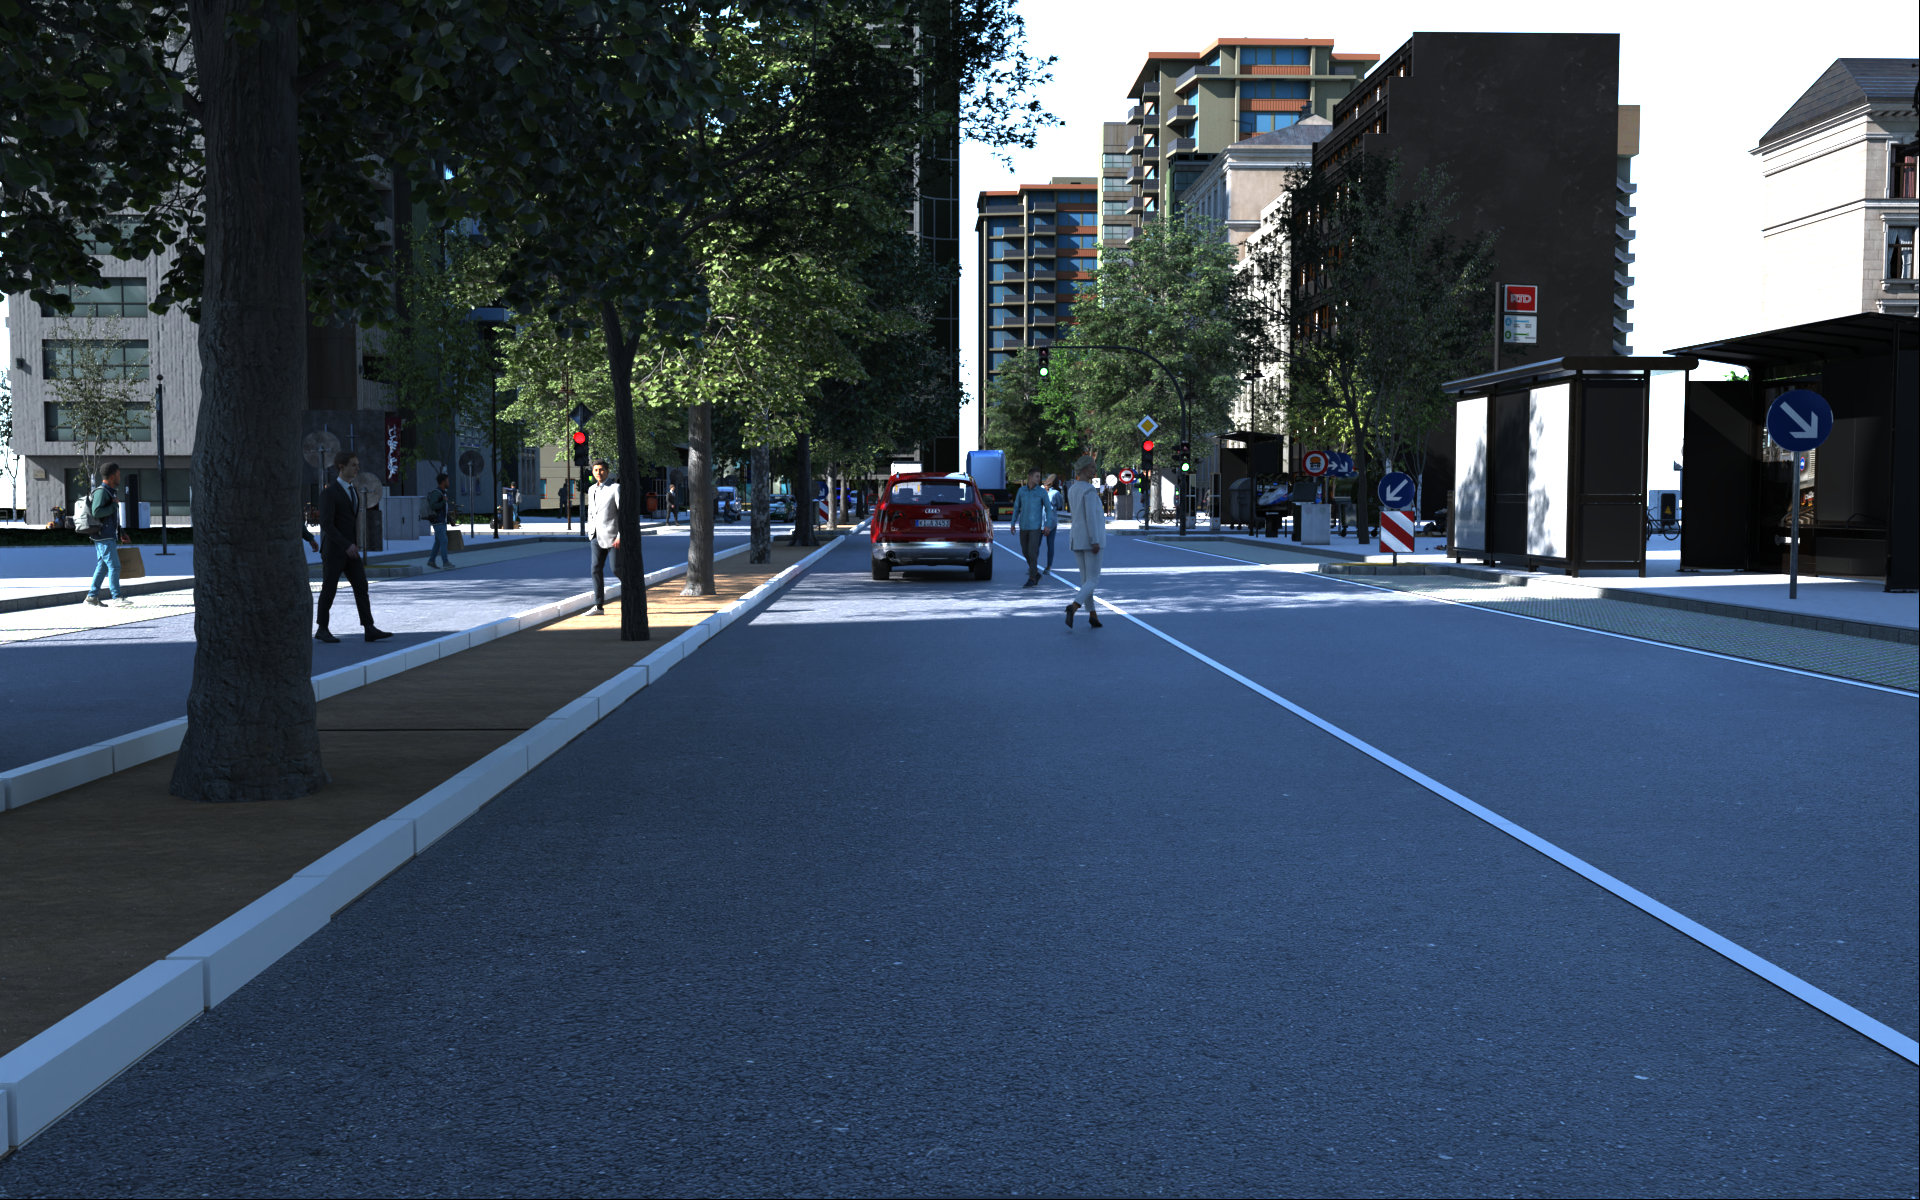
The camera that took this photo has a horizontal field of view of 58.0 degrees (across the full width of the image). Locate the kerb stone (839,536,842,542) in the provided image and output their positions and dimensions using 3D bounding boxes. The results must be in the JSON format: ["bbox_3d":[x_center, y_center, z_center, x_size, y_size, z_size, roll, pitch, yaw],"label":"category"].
[{"bbox_3d":[-3.506,-1.661,49.356,0.120,0.150,1.000,0,4,-2],"label":"kerb stone"}]

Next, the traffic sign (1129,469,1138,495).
[{"bbox_3d":[8.568,-5.301,86.780,0.768,2.556,0.104,0,3,0],"label":"traffic sign"}]

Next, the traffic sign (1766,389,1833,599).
[{"bbox_3d":[10.198,-1.285,21.123,0.768,2.556,0.104,0,4,8],"label":"traffic sign"}]

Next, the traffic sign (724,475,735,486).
[{"bbox_3d":[-15.272,-7.018,114.852,0.768,2.556,0.104,0,4,6],"label":"traffic sign"}]

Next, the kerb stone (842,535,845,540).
[{"bbox_3d":[-3.572,-1.786,51.399,0.120,0.150,1.000,0,4,-2],"label":"kerb stone"}]

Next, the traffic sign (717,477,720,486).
[{"bbox_3d":[-18.054,-7.935,129.747,0.884,2.594,0.081,0,4,0],"label":"traffic sign"}]

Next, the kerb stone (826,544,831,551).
[{"bbox_3d":[-3.290,-1.223,42.189,0.120,0.150,1.000,0,4,-2],"label":"kerb stone"}]

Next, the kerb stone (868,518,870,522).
[{"bbox_3d":[-4.552,-3.764,83.731,0.120,0.150,1.000,0,4,-2],"label":"kerb stone"}]

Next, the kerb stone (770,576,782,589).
[{"bbox_3d":[-2.791,-0.219,25.784,0.120,0.150,1.000,0,4,-2],"label":"kerb stone"}]

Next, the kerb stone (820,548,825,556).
[{"bbox_3d":[-3.187,-1.035,39.110,0.120,0.150,1.000,0,4,-2],"label":"kerb stone"}]

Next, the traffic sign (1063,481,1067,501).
[{"bbox_3d":[8.339,-8.390,137.172,0.884,2.594,0.081,0,4,-1],"label":"traffic sign"}]

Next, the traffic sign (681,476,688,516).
[{"bbox_3d":[-15.844,-6.000,100.237,0.606,2.300,0.079,0,4,5],"label":"traffic sign"}]

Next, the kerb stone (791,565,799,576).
[{"bbox_3d":[-2.921,-0.471,29.896,0.120,0.150,1.000,0,4,-2],"label":"kerb stone"}]

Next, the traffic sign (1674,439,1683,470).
[{"bbox_3d":[13.222,-1.791,31.420,0.606,2.300,0.079,0,4,2],"label":"traffic sign"}]

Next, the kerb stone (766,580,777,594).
[{"bbox_3d":[-2.755,-0.151,24.755,0.120,0.150,1.000,0,4,-2],"label":"kerb stone"}]

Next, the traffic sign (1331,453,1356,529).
[{"bbox_3d":[12.123,-3.336,54.547,0.884,2.594,0.081,0,4,2],"label":"traffic sign"}]

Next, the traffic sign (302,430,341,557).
[{"bbox_3d":[-12.756,-2.109,34.592,0.768,2.556,0.104,0,4,-1],"label":"traffic sign"}]

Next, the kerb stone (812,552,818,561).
[{"bbox_3d":[-3.102,-0.846,36.040,0.120,0.150,1.000,0,4,-2],"label":"kerb stone"}]

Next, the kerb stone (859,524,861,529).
[{"bbox_3d":[-4.083,-2.819,68.336,0.120,0.150,1.000,0,4,-2],"label":"kerb stone"}]

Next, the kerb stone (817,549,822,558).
[{"bbox_3d":[-3.167,-0.972,38.089,0.120,0.150,1.000,0,4,-2],"label":"kerb stone"}]

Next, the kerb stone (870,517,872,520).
[{"bbox_3d":[-4.673,-4.012,87.818,0.120,0.150,1.000,0,4,-2],"label":"kerb stone"}]

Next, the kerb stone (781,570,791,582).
[{"bbox_3d":[-2.855,-0.342,27.835,0.120,0.150,1.000,0,4,-2],"label":"kerb stone"}]

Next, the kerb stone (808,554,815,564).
[{"bbox_3d":[-3.067,-0.780,35.019,0.120,0.150,1.000,0,4,-2],"label":"kerb stone"}]

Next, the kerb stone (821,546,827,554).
[{"bbox_3d":[-3.226,-1.097,40.132,0.120,0.150,1.000,0,4,-2],"label":"kerb stone"}]

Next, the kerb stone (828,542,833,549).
[{"bbox_3d":[-3.317,-1.286,43.216,0.120,0.150,1.000,0,4,-2],"label":"kerb stone"}]

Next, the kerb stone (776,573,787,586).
[{"bbox_3d":[-2.814,-0.282,26.807,0.120,0.150,1.000,0,4,-2],"label":"kerb stone"}]

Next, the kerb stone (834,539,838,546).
[{"bbox_3d":[-3.408,-1.473,46.283,0.120,0.150,1.000,0,4,-2],"label":"kerb stone"}]

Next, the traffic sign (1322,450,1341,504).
[{"bbox_3d":[10.654,-3.070,50.293,0.768,2.556,0.104,0,3,0],"label":"traffic sign"}]

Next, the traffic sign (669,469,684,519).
[{"bbox_3d":[-14.585,-5.445,89.129,0.768,2.556,0.104,0,4,8],"label":"traffic sign"}]

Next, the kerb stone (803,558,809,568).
[{"bbox_3d":[-3.008,-0.659,32.974,0.120,0.150,1.000,0,4,-2],"label":"kerb stone"}]

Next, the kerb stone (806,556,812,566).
[{"bbox_3d":[-3.039,-0.714,33.998,0.120,0.150,1.000,0,4,-2],"label":"kerb stone"}]

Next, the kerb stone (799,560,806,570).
[{"bbox_3d":[-2.983,-0.597,31.953,0.120,0.150,1.000,0,4,-2],"label":"kerb stone"}]

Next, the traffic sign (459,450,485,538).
[{"bbox_3d":[-14.177,-3.069,50.277,0.768,2.556,0.104,0,4,5],"label":"traffic sign"}]

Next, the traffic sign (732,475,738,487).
[{"bbox_3d":[-15.246,-7.096,116.118,0.768,2.556,0.104,0,4,7],"label":"traffic sign"}]

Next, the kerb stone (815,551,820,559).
[{"bbox_3d":[-3.132,-0.905,37.068,0.120,0.150,1.000,0,4,-2],"label":"kerb stone"}]

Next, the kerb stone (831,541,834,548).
[{"bbox_3d":[-3.354,-1.348,44.239,0.120,0.150,1.000,0,4,-2],"label":"kerb stone"}]

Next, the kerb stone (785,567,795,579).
[{"bbox_3d":[-2.884,-0.406,28.868,0.120,0.150,1.000,0,4,-2],"label":"kerb stone"}]

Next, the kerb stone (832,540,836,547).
[{"bbox_3d":[-3.382,-1.411,45.262,0.120,0.150,1.000,0,4,-2],"label":"kerb stone"}]

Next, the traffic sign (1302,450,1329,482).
[{"bbox_3d":[10.249,-3.054,50.036,0.768,2.556,0.104,0,4,5],"label":"traffic sign"}]

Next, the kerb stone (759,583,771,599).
[{"bbox_3d":[-2.726,-0.094,23.729,0.120,0.150,1.000,0,4,-2],"label":"kerb stone"}]

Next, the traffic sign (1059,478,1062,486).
[{"bbox_3d":[7.674,-8.309,135.958,0.768,2.556,0.104,0,4,5],"label":"traffic sign"}]

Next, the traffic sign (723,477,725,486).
[{"bbox_3d":[-18.017,-8.018,131.196,0.768,2.556,0.104,0,4,4],"label":"traffic sign"}]

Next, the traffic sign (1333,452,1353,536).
[{"bbox_3d":[11.657,-3.243,53.122,0.768,2.556,0.104,0,4,5],"label":"traffic sign"}]

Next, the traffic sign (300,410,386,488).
[{"bbox_3d":[-15.014,-2.940,41.936,2.265,3.308,0.079,0,4,4],"label":"traffic sign"}]

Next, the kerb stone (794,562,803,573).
[{"bbox_3d":[-2.945,-0.533,30.920,0.120,0.150,1.000,0,4,-2],"label":"kerb stone"}]

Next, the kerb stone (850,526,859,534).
[{"bbox_3d":[-3.985,-2.633,65.257,0.120,0.150,1.000,0,4,-2],"label":"kerb stone"}]

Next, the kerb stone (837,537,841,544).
[{"bbox_3d":[-3.480,-1.598,48.330,0.120,0.150,1.000,0,4,-2],"label":"kerb stone"}]

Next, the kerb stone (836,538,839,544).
[{"bbox_3d":[-3.442,-1.536,47.305,0.120,0.150,1.000,0,4,-2],"label":"kerb stone"}]

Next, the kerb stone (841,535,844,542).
[{"bbox_3d":[-3.537,-1.724,50.378,0.120,0.150,1.000,0,4,-2],"label":"kerb stone"}]

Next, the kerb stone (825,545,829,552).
[{"bbox_3d":[-3.252,-1.153,41.161,0.120,0.150,1.000,0,4,-2],"label":"kerb stone"}]

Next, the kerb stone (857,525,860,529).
[{"bbox_3d":[-4.016,-2.696,66.282,0.120,0.150,1.000,0,4,-2],"label":"kerb stone"}]

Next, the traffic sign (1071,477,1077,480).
[{"bbox_3d":[8.503,-8.014,131.131,0.768,2.556,0.104,0,4,6],"label":"traffic sign"}]

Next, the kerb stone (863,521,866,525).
[{"bbox_3d":[-4.300,-3.254,75.505,0.120,0.150,1.000,0,4,-2],"label":"kerb stone"}]
